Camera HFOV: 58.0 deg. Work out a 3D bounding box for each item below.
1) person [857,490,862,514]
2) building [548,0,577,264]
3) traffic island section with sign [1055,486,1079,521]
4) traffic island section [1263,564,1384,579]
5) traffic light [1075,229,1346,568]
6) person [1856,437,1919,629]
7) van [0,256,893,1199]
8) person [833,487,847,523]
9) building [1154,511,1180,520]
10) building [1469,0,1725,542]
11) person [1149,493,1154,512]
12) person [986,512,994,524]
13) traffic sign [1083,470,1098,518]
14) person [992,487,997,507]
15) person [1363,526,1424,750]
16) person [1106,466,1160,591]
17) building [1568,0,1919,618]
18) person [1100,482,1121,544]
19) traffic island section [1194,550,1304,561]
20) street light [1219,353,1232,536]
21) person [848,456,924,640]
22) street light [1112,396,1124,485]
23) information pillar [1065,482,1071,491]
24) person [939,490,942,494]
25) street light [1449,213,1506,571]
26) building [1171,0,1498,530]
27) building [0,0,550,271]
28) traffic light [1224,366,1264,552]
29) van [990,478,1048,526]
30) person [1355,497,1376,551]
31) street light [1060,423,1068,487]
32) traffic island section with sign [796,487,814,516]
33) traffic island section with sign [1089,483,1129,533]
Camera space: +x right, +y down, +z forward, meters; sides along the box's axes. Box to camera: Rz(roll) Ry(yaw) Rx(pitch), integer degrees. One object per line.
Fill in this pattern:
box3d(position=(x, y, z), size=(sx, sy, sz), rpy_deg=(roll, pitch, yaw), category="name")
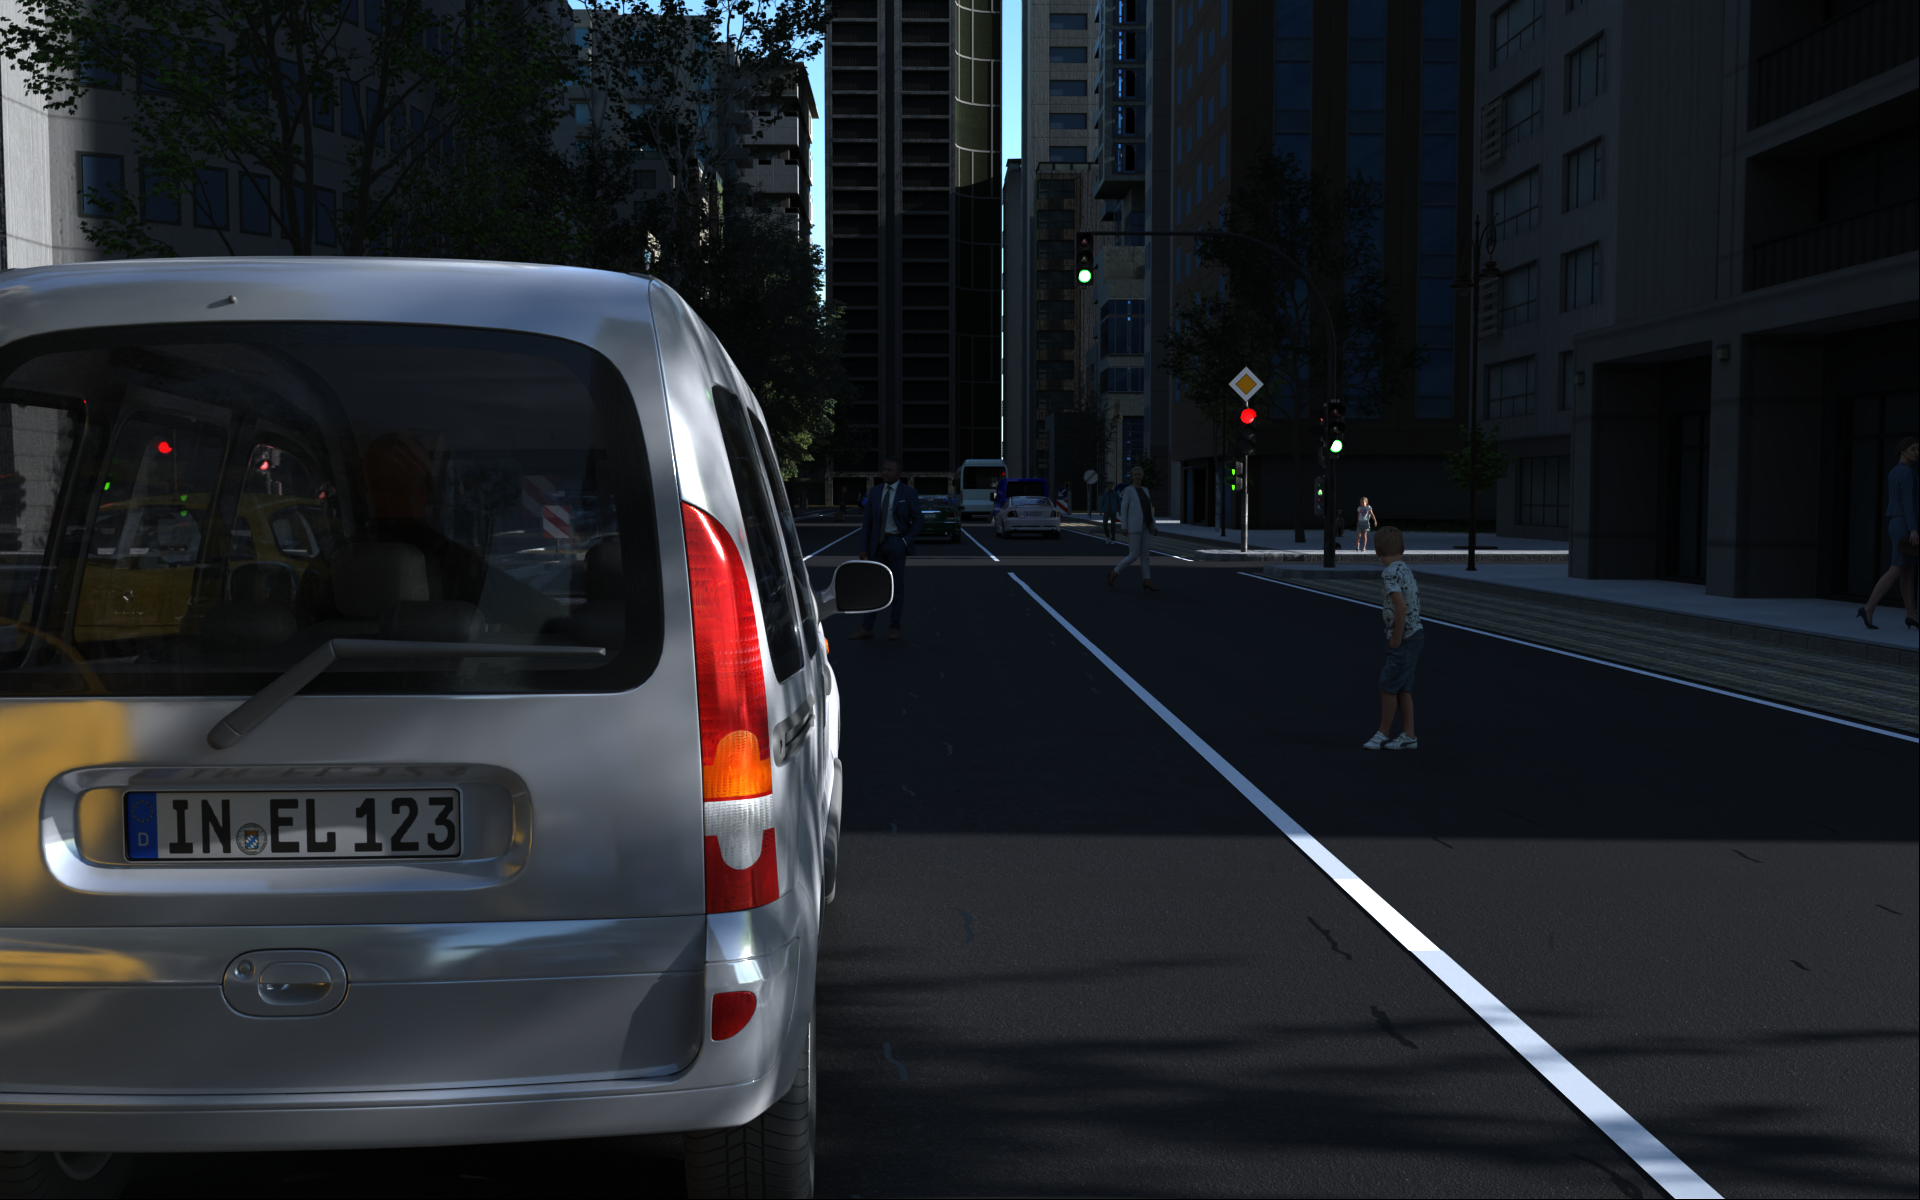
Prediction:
box3d(position=(-7.360, -7.136, 125.954), size=(0.721, 1.735, 1.217), rpy_deg=(0, 4, 3), category="person")
box3d(position=(-34.851, -30.406, 86.377), size=(28.713, 52.752, 27.495), rpy_deg=(0, 4, -1), category="building")
box3d(position=(5.175, -5.030, 90.874), size=(1.989, 1.847, 2.006), rpy_deg=(0, 4, -1), category="traffic island section with sign")
box3d(position=(6.472, -0.491, 30.305), size=(2.009, 0.180, 2.903), rpy_deg=(0, 4, -1), category="traffic island section")
box3d(position=(4.342, -3.384, 30.004), size=(4.771, 5.953, 1.251), rpy_deg=(0, 4, -1), category="traffic light")
box3d(position=(8.891, -0.633, 16.409), size=(0.654, 1.822, 0.581), rpy_deg=(2, 4, 31), category="person")
box3d(position=(-1.178, 0.140, 4.724), size=(2.013, 2.044, 4.112), rpy_deg=(0, 4, -3), category="van")
box3d(position=(-5.970, -4.765, 86.621), size=(0.699, 1.804, 1.509), rpy_deg=(1, 4, 21), category="person")
box3d(position=(20.975, -33.916, 96.522), size=(21.231, 58.520, 28.212), rpy_deg=(0, 4, -1), category="building")
box3d(position=(22.362, -22.076, 44.536), size=(14.086, 41.232, 14.154), rpy_deg=(0, 4, -1), category="building")
box3d(position=(7.902, -4.283, 76.280), size=(1.509, 1.804, 0.699), rpy_deg=(-1, 4, -18), category="person")
box3d(position=(1.898, -4.587, 83.714), size=(1.509, 1.804, 0.699), rpy_deg=(-3, 4, -38), category="person")
box3d(position=(6.861, -5.553, 90.898), size=(0.768, 2.556, 0.104), rpy_deg=(0, 4, 6), category="traffic sign")
box3d(position=(1.848, -4.512, 82.471), size=(0.583, 1.804, 0.606), rpy_deg=(3, 5, 44), category="person")
box3d(position=(2.434, 0.213, 9.706), size=(0.332, 1.250, 0.352), rpy_deg=(-2, 4, -29), category="person")
box3d(position=(2.572, -1.055, 25.634), size=(0.818, 1.842, 0.514), rpy_deg=(2, 4, 28), category="person")
box3d(position=(19.816, -35.246, 14.530), size=(20.563, 71.187, 20.611), rpy_deg=(0, 4, -1), category="building")
box3d(position=(4.295, -2.478, 49.364), size=(0.601, 1.785, 0.444), rpy_deg=(1, 4, 18), category="person")
box3d(position=(6.301, -0.979, 38.288), size=(2.009, 0.180, 2.903), rpy_deg=(0, 4, -1), category="traffic island section")
box3d(position=(7.980, -4.864, 52.315), size=(0.468, 5.910, 1.993), rpy_deg=(0, 4, -1), category="street light")
box3d(position=(-0.722, -0.516, 17.122), size=(0.721, 1.800, 0.419), rpy_deg=(1, 4, 12), category="person")
box3d(position=(7.445, -6.686, 82.100), size=(0.468, 5.910, 1.993), rpy_deg=(0, 4, -1), category="street light")
box3d(position=(6.695, -6.288, 107.306), size=(0.304, 2.012, 0.304), rpy_deg=(2, 4, 30), category="information pillar")
box3d(position=(-2.079, -10.725, 183.866), size=(1.348, 1.822, 0.705), rpy_deg=(2, 4, 26), category="person")
box3d(position=(8.560, -3.427, 28.820), size=(0.468, 5.910, 1.993), rpy_deg=(0, 4, -1), category="street light")
box3d(position=(16.295, -25.539, 67.667), size=(14.600, 45.320, 14.200), rpy_deg=(0, 4, -1), category="building")
box3d(position=(-25.756, -31.107, 50.600), size=(21.231, 58.520, 28.212), rpy_deg=(0, 4, -1), category="building")
box3d(position=(6.261, -3.012, 38.173), size=(0.839, 4.253, 0.868), rpy_deg=(0, 4, -1), category="traffic light")
box3d(position=(2.412, -3.956, 69.067), size=(2.240, 2.365, 5.245), rpy_deg=(0, 4, -2), category="van")
box3d(position=(9.087, -1.695, 38.774), size=(0.505, 1.210, 0.382), rpy_deg=(2, 4, 27), category="person")
box3d(position=(6.761, -8.537, 112.360), size=(0.468, 5.910, 1.993), rpy_deg=(0, 4, -1), category="street light")
box3d(position=(-10.245, -6.399, 112.752), size=(2.006, 1.907, 1.989), rpy_deg=(0, 4, -1), category="traffic island section with sign")
box3d(position=(5.764, -3.356, 63.498), size=(1.989, 1.847, 2.006), rpy_deg=(0, 4, -1), category="traffic island section with sign")
